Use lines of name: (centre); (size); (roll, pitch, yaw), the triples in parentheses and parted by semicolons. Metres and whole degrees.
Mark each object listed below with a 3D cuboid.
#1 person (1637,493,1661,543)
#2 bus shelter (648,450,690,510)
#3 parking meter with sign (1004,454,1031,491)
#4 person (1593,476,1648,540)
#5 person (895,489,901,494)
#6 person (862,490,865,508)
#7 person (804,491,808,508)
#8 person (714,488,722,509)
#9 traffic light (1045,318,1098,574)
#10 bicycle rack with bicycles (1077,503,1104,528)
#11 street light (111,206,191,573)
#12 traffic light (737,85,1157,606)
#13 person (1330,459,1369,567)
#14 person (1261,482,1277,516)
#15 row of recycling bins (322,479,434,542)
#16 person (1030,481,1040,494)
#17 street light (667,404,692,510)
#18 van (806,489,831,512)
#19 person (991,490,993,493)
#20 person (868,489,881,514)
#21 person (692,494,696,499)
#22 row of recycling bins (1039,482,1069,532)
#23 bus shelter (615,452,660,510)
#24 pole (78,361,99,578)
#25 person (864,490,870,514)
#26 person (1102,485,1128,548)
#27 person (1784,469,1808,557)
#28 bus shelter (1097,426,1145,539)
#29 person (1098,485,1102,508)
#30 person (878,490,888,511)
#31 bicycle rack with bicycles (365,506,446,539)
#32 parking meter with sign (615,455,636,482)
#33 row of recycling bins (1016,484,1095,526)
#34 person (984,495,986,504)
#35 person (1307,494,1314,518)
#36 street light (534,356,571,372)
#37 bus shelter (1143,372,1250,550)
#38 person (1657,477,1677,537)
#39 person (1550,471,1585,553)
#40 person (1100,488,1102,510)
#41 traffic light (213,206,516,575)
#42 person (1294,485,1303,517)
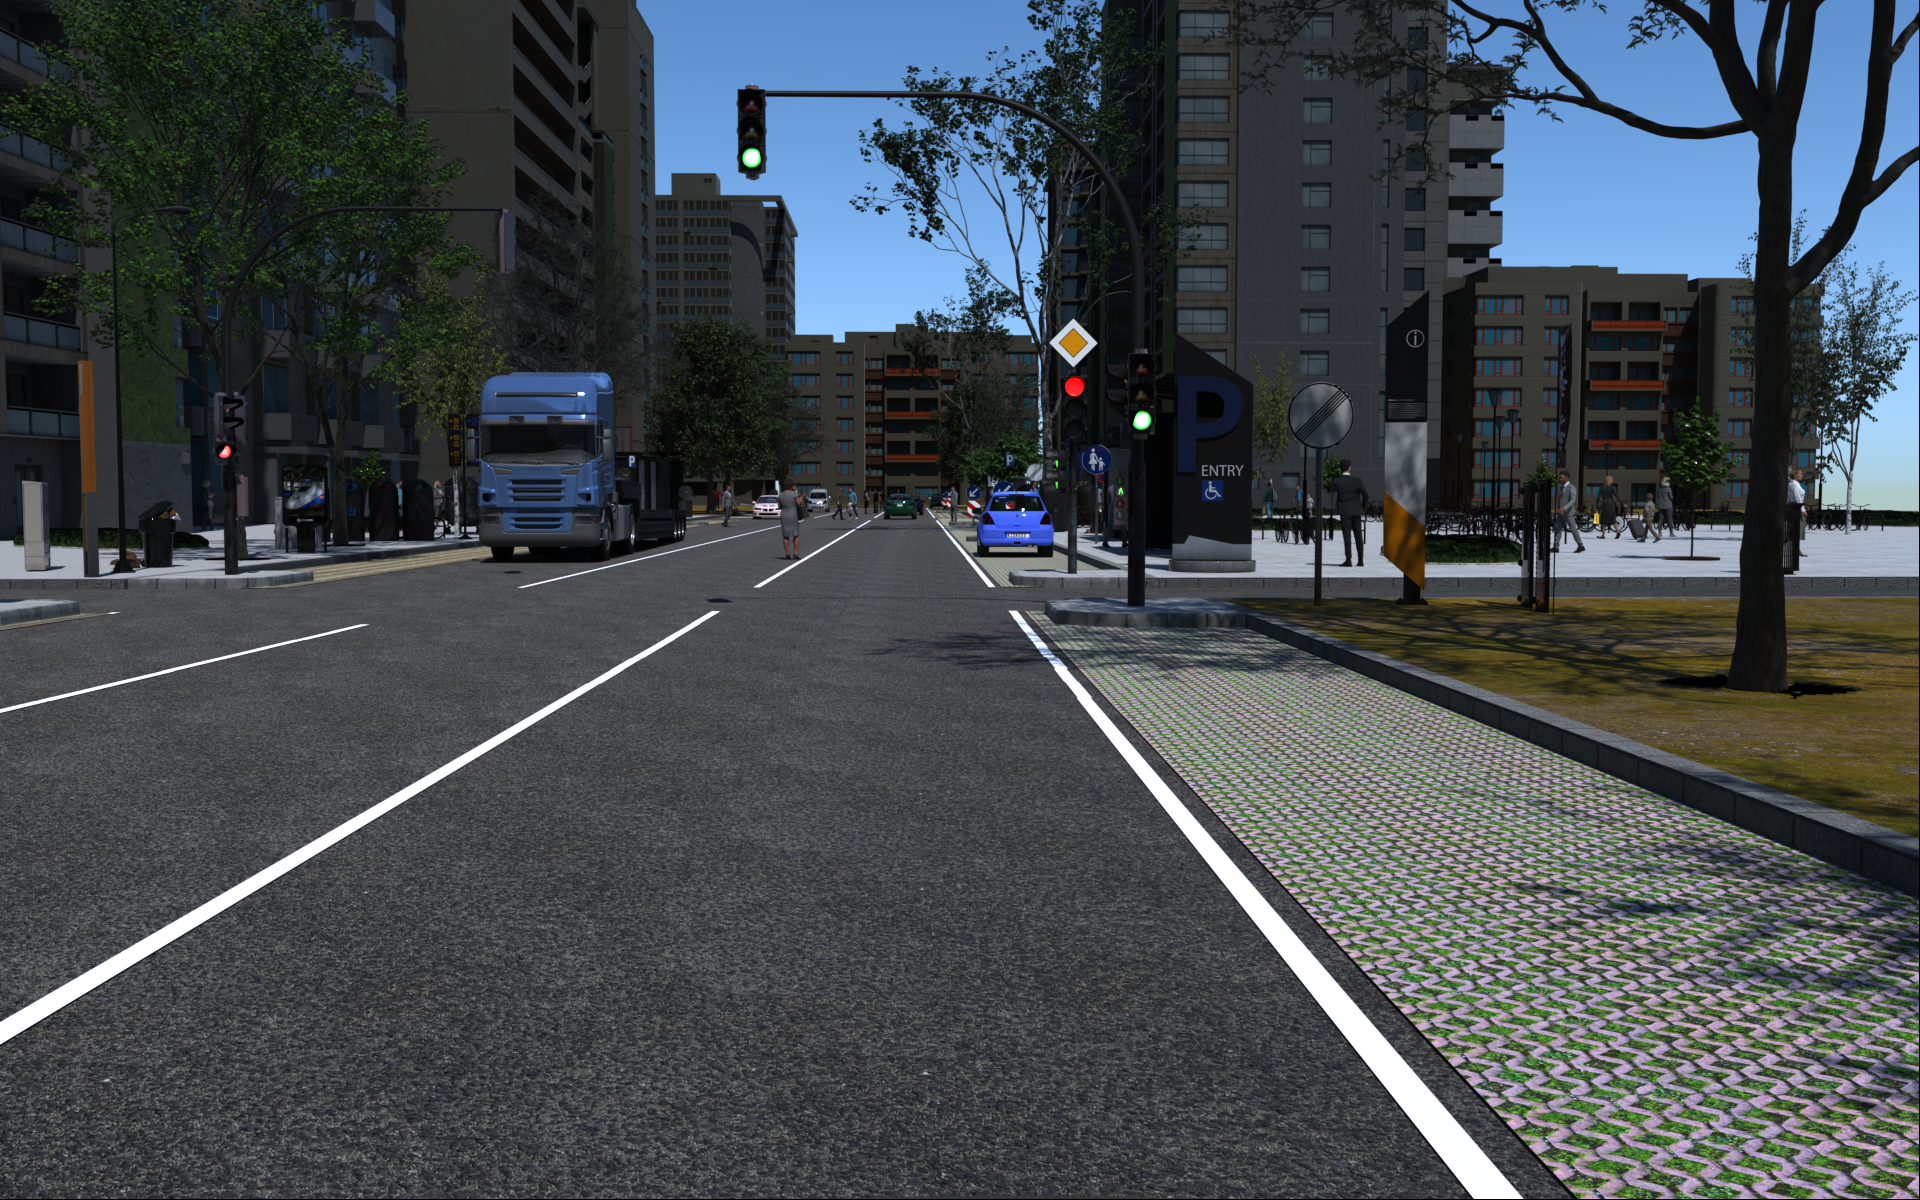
person: (18.147, -2.159, 45.611); (0.640, 1.303, 0.475); (2, 4, 34)
bus shelter: (-16.060, -6.337, 94.896); (1.731, 3.624, 6.357); (0, 4, -2)
parking meter with sign: (2.698, -4.793, 74.625); (0.543, 3.016, 1.738); (-3, 5, -42)
person: (18.740, -2.630, 49.268); (0.699, 1.804, 1.509); (-2, 4, -26)
person: (-4.972, -8.006, 139.335); (1.348, 1.831, 0.705); (-1, 4, -10)
person: (-9.734, -10.330, 177.338); (0.705, 1.831, 1.348); (1, 4, 13)
person: (-14.579, -9.467, 164.199); (0.541, 1.710, 0.530); (-3, 5, -41)
person: (-21.277, -8.916, 151.750); (1.348, 1.831, 0.705); (-1, 4, -22)
traffic light: (1.790, -2.377, 27.785); (0.839, 4.253, 0.868); (0, 4, -1)
bicycle rack with bicycles: (5.079, -3.240, 66.352); (2.925, 0.926, 2.852); (-2, 4, -23)
street light: (-13.117, -3.398, 28.099); (1.470, 5.913, 1.316); (0, 4, -1)
traffic light: (-0.091, -2.749, 19.607); (4.771, 5.953, 1.251); (0, 4, -1)
person: (6.875, -1.544, 30.649); (0.648, 1.900, 0.474); (0, 4, -8)
person: (14.412, -4.579, 80.899); (0.794, 1.824, 0.713); (0, 4, 3)
row of recycling bins: (-16.155, -2.444, 47.066); (3.534, 1.692, 1.069); (-2, 4, -24)
person: (2.864, -3.616, 65.429); (0.793, 1.790, 0.793); (1, 4, 13)
street light: (-14.525, -7.155, 89.527); (1.470, 5.913, 1.316); (0, 4, -1)
van: (-11.263, -8.021, 138.153); (2.013, 2.044, 4.112); (0, 4, -1)
person: (2.418, -7.058, 122.177); (0.721, 1.736, 1.217); (1, 4, 16)
person: (-6.243, -7.298, 127.828); (1.348, 1.822, 0.705); (3, 5, 42)
person: (-20.809, -7.712, 132.820); (1.217, 1.739, 0.721); (-2, 4, -33)
row of recycling bins: (3.283, -3.224, 59.818); (1.069, 1.692, 3.534); (0, 4, 7)
bus shelter: (-16.818, -6.701, 87.193); (2.179, 5.291, 8.768); (0, 4, -1)
pole: (-13.395, -2.005, 26.619); (0.158, 3.312, 0.155); (0, 3, 0)
person: (-6.621, -7.010, 123.898); (0.721, 1.735, 1.217); (-1, 4, -18)
person: (3.742, -2.148, 41.440); (0.850, 1.792, 0.678); (-3, 5, -41)
person: (17.064, -1.790, 35.528); (0.641, 1.798, 0.478); (2, 4, 28)
bus shelter: (5.044, -3.266, 47.329); (2.014, 3.302, 5.546); (0, 4, -1)
person: (6.609, -4.722, 83.354); (0.635, 1.810, 0.391); (-1, 4, -10)
person: (-6.415, -8.203, 143.143); (1.217, 1.766, 0.721); (0, 4, 4)
bicycle rack with bicycles: (-16.078, -2.238, 49.971); (2.925, 0.926, 2.852); (1, 4, 16)
parking meter with sign: (-15.462, -4.998, 77.973); (1.738, 3.016, 0.543); (2, 4, 26)
row of recycling bins: (3.896, -3.863, 70.275); (3.534, 1.692, 1.069); (-2, 4, -24)
person: (2.163, -7.893, 138.359); (0.557, 1.426, 1.065); (2, 4, 33)
person: (18.338, -4.926, 90.868); (0.425, 1.301, 0.394); (1, 4, 13)
street light: (-13.805, -5.260, 58.537); (1.470, 5.913, 1.316); (0, 4, -1)
bus shelter: (4.734, -2.769, 36.560); (1.731, 3.624, 6.357); (0, 4, -2)
person: (21.232, -2.807, 52.116); (0.526, 1.800, 0.537); (-1, 4, -23)
person: (13.232, -1.923, 37.753); (0.850, 1.792, 0.678); (-1, 4, -11)
person: (10.558, -7.382, 127.544); (0.742, 1.727, 0.445); (3, 4, 39)
traffic light: (-9.478, -3.232, 27.512); (4.771, 5.953, 1.251); (0, 4, -1)
person: (18.878, -5.504, 96.377); (0.444, 1.785, 0.601); (-2, 4, -29)
